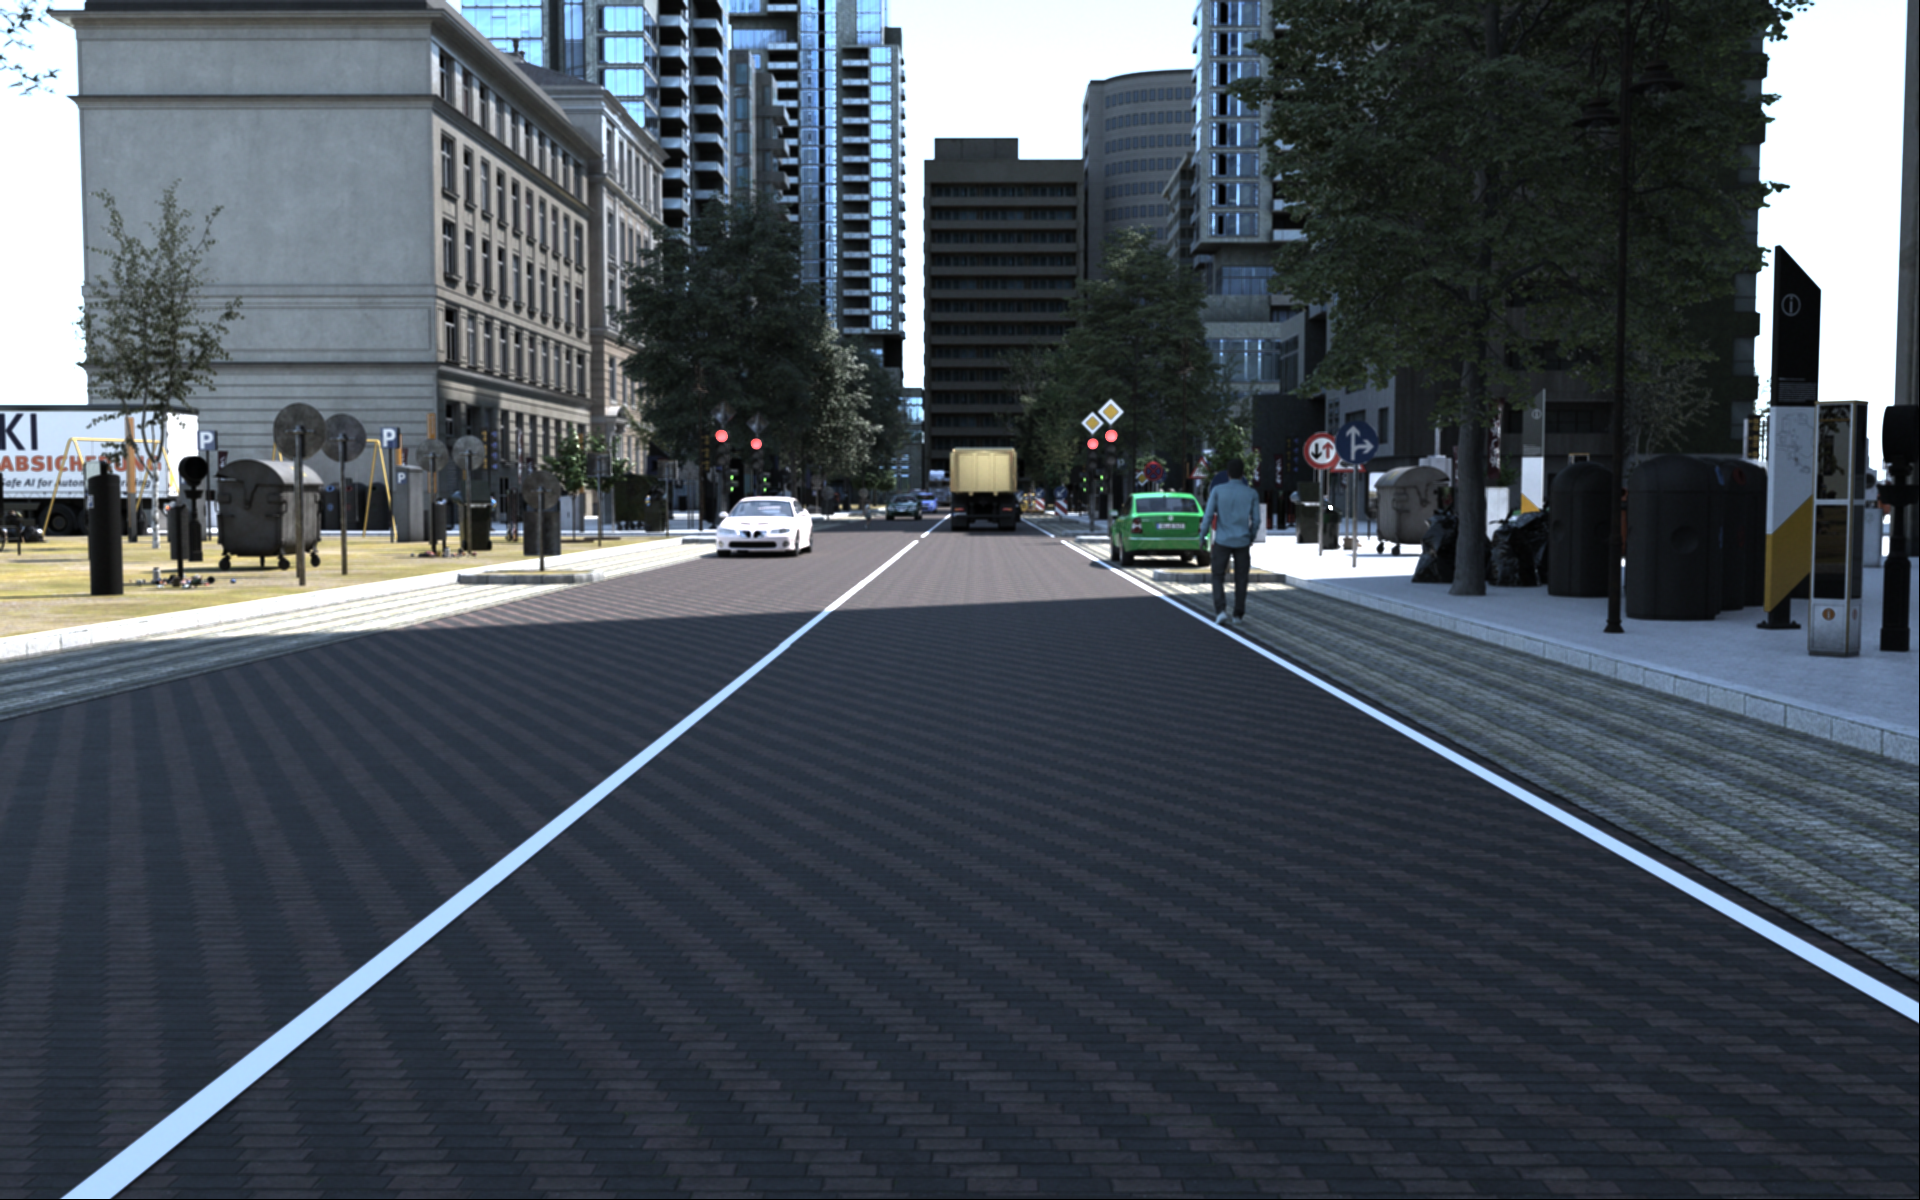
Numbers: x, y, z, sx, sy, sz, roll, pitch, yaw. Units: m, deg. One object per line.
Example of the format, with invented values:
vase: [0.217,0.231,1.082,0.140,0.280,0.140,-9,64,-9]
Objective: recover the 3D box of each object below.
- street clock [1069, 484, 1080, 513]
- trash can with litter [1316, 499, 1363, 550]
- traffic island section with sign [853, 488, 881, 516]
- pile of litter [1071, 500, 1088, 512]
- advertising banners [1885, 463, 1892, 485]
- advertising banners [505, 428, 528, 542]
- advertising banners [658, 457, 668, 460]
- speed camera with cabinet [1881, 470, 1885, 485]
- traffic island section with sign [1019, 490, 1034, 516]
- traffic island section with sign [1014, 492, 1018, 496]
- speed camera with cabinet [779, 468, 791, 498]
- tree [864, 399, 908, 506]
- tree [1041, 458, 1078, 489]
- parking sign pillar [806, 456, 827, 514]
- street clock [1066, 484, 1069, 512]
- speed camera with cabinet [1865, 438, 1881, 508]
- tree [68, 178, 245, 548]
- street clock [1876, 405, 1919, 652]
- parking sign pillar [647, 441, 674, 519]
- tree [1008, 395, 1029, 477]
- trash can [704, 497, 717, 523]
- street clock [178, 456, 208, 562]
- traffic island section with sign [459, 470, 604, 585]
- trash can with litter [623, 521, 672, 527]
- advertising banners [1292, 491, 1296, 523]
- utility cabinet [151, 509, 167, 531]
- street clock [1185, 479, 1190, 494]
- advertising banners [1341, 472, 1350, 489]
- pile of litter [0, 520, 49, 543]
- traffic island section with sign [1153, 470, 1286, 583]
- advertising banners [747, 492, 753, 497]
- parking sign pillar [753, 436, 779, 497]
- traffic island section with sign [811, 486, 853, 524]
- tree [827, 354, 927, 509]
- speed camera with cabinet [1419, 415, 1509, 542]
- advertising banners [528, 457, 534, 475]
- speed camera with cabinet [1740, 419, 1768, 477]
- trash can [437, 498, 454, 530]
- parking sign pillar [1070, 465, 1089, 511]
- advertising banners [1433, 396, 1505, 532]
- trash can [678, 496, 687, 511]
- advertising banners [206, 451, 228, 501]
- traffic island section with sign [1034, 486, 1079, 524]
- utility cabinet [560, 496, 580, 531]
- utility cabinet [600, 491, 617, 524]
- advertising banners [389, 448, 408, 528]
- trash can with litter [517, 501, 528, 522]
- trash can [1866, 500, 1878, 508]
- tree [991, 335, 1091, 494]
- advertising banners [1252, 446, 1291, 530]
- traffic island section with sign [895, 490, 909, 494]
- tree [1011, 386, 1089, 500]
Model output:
street clock: [7.998,-7.004,119.084,0.471,2.002,0.358,-2,4,-33]
trash can with litter: [8.738,-1.742,39.862,1.055,1.170,0.624,2,4,28]
traffic island section with sign: [-6.110,-6.253,110.860,1.989,1.847,2.006,0,4,1]
pile of litter: [8.343,-6.645,122.618,1.719,0.858,1.176,0,4,3]
advertising banners: [36.023,-4.258,65.809,2.074,3.025,0.090,0,4,-3]
advertising banners: [-11.989,-3.081,46.569,0.090,3.025,2.074,-2,4,-26]
advertising banners: [-14.856,-5.283,82.565,2.074,3.025,0.090,1,4,15]
speed camera with cabinet: [60.378,-7.362,114.706,0.660,3.252,2.038,-2,4,-23]
traffic island section with sign: [5.010,-6.300,111.637,1.989,1.847,2.006,0,4,1]
traffic island section with sign: [5.738,-10.969,187.971,1.989,1.847,2.006,0,4,1]
speed camera with cabinet: [-13.032,-8.008,125.260,0.660,3.252,2.038,2,4,32]
tree: [-9.001,-15.488,178.986,9.928,11.665,9.643,0,3,0]
tree: [8.195,-9.537,139.640,4.285,4.588,4.351,0,3,0]
parking sign pillar: [-9.196,-7.471,110.621,1.447,3.967,1.447,1,4,22]
street clock: [7.682,-7.123,121.027,0.471,2.002,0.358,-1,4,-8]
speed camera with cabinet: [31.140,-4.075,60.963,2.038,3.252,0.660,2,4,27]
tree: [-19.067,-5.536,40.868,4.360,8.622,3.978,0,3,0]
street clock: [7.658,-0.585,14.130,0.358,2.002,0.471,3,4,37]
parking sign pillar: [-15.242,-6.072,87.745,1.447,3.967,1.447,2,4,29]
tree: [8.704,-15.631,173.699,7.486,12.596,7.792,0,3,0]
trash can: [-11.023,-4.014,77.287,0.748,1.137,0.748,0,3,0]
street clock: [-14.555,-1.734,32.919,0.358,2.002,0.471,3,5,39]
traffic island section with sign: [-6.887,-1.196,28.177,1.989,1.847,2.006,0,4,1]
trash can with litter: [-12.316,-3.475,67.878,2.233,1.210,1.678,-2,4,-26]
advertising banners: [14.624,-4.903,76.358,2.074,3.025,0.090,-2,4,-29]
utility cabinet: [-27.212,-3.121,59.711,1.173,1.500,0.318,-3,4,-38]
street clock: [10.675,-4.717,81.694,0.358,2.002,0.471,0,4,1]
advertising banners: [19.531,-5.406,84.570,2.074,3.025,0.090,1,4,21]
pile of litter: [-25.034,-1.941,45.696,1.719,0.858,1.176,-1,4,-22]
traffic island section with sign: [4.236,-1.224,28.642,1.989,1.847,2.006,0,4,1]
advertising banners: [-15.274,-8.328,132.350,2.074,3.025,0.090,0,4,4]
parking sign pillar: [-8.993,-5.482,78.096,1.447,3.967,1.447,0,4,7]
traffic island section with sign: [-6.356,-4.596,83.765,1.989,1.847,2.006,0,4,1]
tree: [-8.449,-14.699,150.694,12.009,13.543,11.850,0,3,0]
speed camera with cabinet: [12.178,-2.908,41.876,2.038,3.252,0.660,0,4,2]
advertising banners: [-19.864,-5.280,82.508,0.090,3.025,2.074,3,4,37]
speed camera with cabinet: [20.330,-3.103,45.071,2.038,3.252,0.660,-3,5,-44]
trash can: [-18.282,-3.047,61.479,0.748,1.137,0.748,0,3,0]
parking sign pillar: [8.978,-8.694,130.621,1.447,3.967,1.447,2,4,24]
advertising banners: [8.995,-2.099,30.514,2.074,3.025,0.090,-3,5,-40]
trash can: [-20.601,-7.155,128.645,0.748,1.137,0.748,0,3,0]
advertising banners: [-30.193,-4.493,69.640,0.090,3.025,2.074,1,4,23]
traffic island section with sign: [4.766,-4.625,84.249,1.989,1.847,2.006,0,4,1]
utility cabinet: [-13.826,-3.070,61.355,0.306,1.237,1.020,-3,4,-38]
utility cabinet: [-14.943,-3.963,73.471,0.318,1.500,1.173,1,4,15]
advertising banners: [-21.981,-4.281,66.176,2.074,3.025,0.090,1,4,15]
trash can with litter: [-19.841,-4.158,79.365,0.624,1.170,1.055,2,4,27]
trash can: [48.567,-4.928,92.221,0.748,1.137,0.748,0,3,0]
tree: [9.634,-21.322,204.508,12.611,20.169,13.585,0,3,0]
advertising banners: [11.241,-4.084,62.954,0.090,3.025,2.074,-2,4,-28]
traffic island section with sign: [-5.629,-9.355,161.576,1.989,1.847,2.006,0,4,1]
tree: [8.280,-13.177,149.861,7.601,10.594,8.767,1,4,23]
